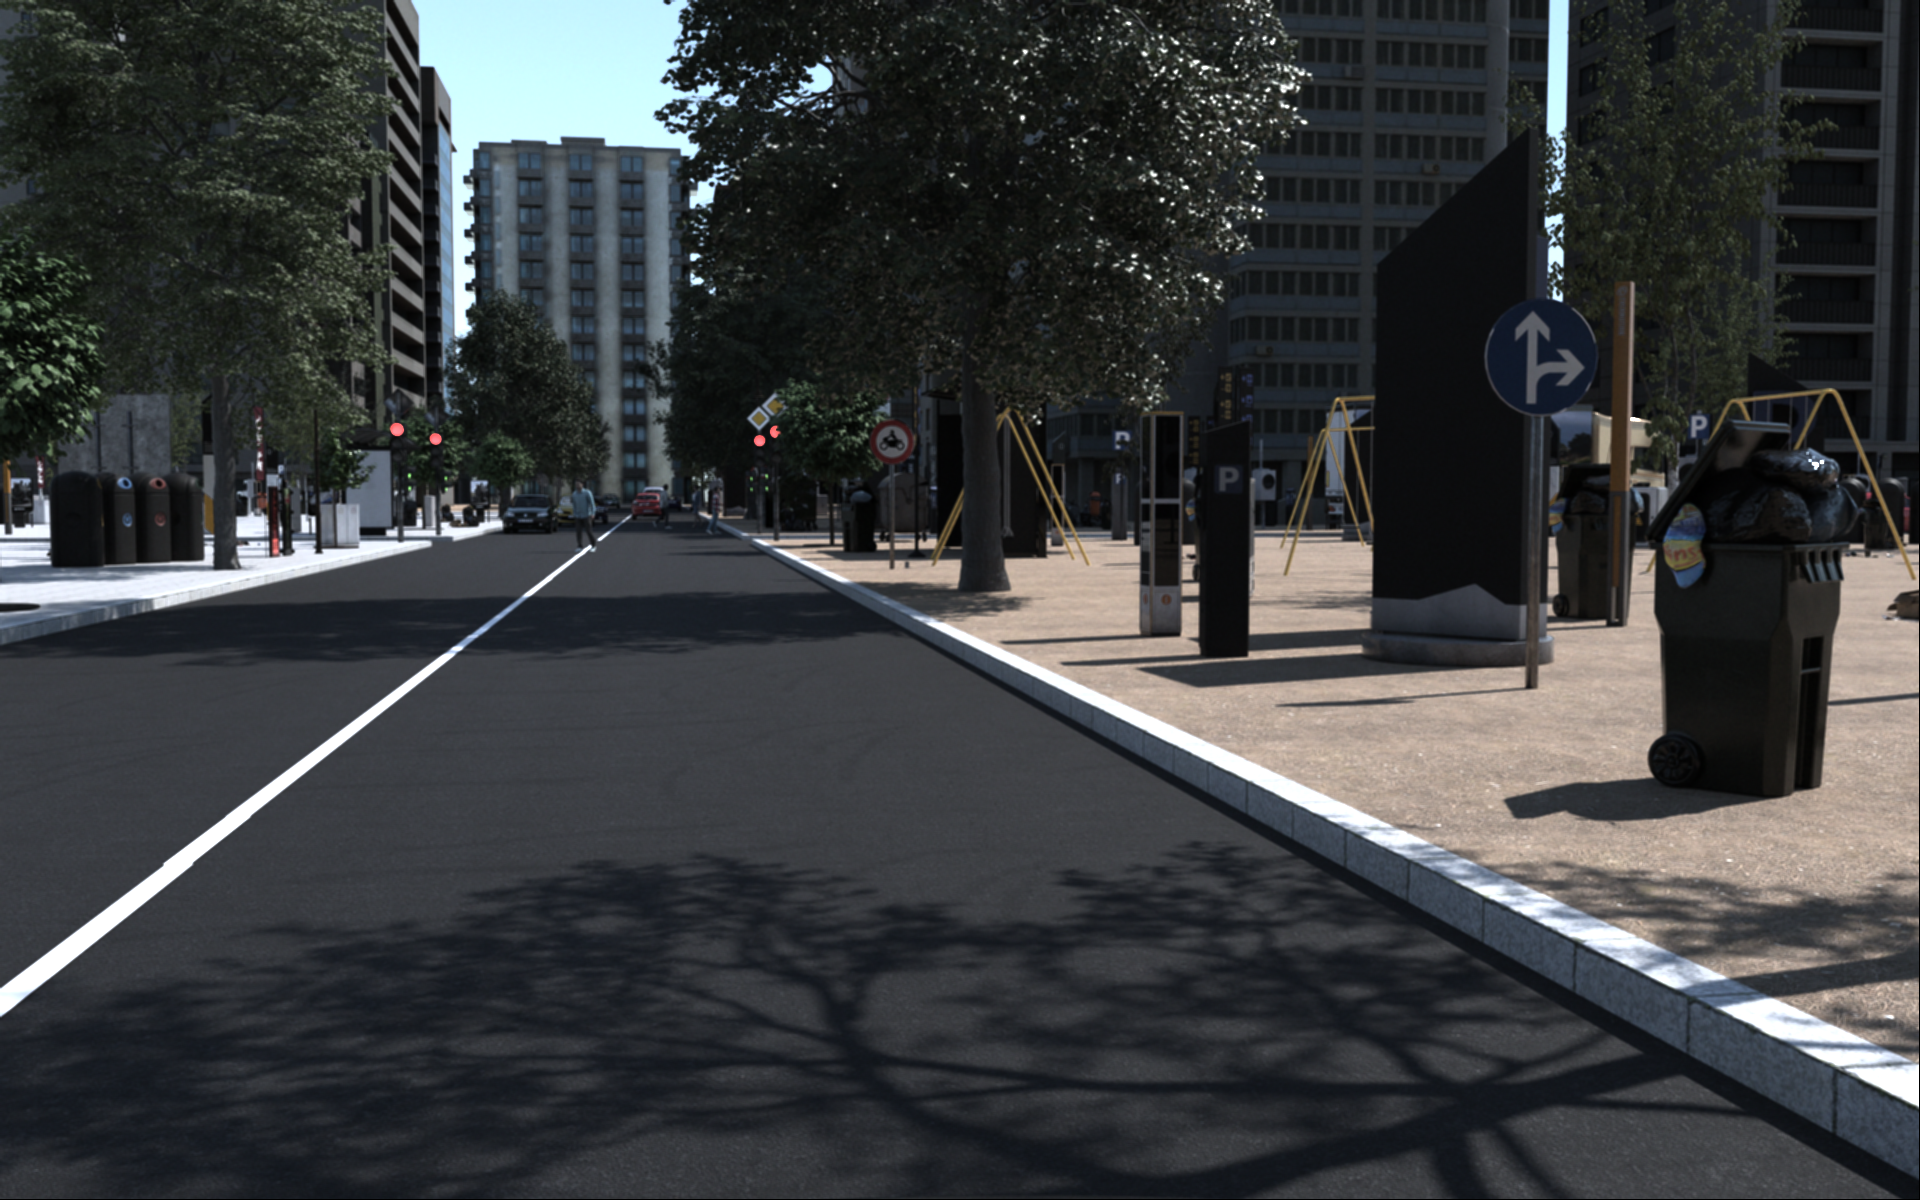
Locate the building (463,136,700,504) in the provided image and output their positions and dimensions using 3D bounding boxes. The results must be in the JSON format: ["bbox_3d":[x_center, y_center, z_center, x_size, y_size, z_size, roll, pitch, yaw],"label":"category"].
[{"bbox_3d":[-50.827,-37.635,234.942,30.456,49.044,23.786,-1,4,-10],"label":"building"}]

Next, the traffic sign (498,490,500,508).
[{"bbox_3d":[-28.253,-6.484,106.125,0.768,2.556,0.104,0,4,-5],"label":"traffic sign"}]

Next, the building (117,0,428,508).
[{"bbox_3d":[-58.227,-32.049,147.703,21.300,48.544,21.600,-1,4,-10],"label":"building"}]

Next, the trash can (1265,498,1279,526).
[{"bbox_3d":[12.334,-3.503,68.934,0.748,1.137,0.748,0,3,0],"label":"trash can"}]

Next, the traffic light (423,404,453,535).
[{"bbox_3d":[-16.209,-3.967,53.780,0.839,4.253,0.868,-1,4,-10],"label":"traffic light"}]

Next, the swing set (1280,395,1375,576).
[{"bbox_3d":[7.191,-1.799,27.037,2.862,2.851,3.119,-3,5,-44],"label":"swing set"}]

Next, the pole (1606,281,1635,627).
[{"bbox_3d":[6.386,-1.400,16.740,0.158,3.312,0.155,0,3,0],"label":"pole"}]

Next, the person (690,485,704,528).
[{"bbox_3d":[-11.110,-3.960,73.273,0.654,1.822,0.581,-2,4,-26],"label":"person"}]

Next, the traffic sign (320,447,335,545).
[{"bbox_3d":[-15.191,-2.563,42.016,0.768,2.556,0.104,0,4,-5],"label":"traffic sign"}]

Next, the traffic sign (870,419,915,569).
[{"bbox_3d":[-1.161,-1.801,29.560,0.768,2.556,0.104,0,4,-6],"label":"traffic sign"}]

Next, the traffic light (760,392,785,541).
[{"bbox_3d":[-5.078,-3.590,47.619,0.839,4.253,0.868,-1,4,-10],"label":"traffic light"}]

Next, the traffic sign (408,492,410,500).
[{"bbox_3d":[-24.551,-4.711,77.125,0.768,2.556,0.104,0,4,-2],"label":"traffic sign"}]

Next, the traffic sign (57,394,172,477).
[{"bbox_3d":[-17.259,-2.537,35.347,2.265,3.308,0.079,0,4,-2],"label":"traffic sign"}]

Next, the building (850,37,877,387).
[{"bbox_3d":[-2.422,-31.184,159.971,14.600,45.320,14.200,-1,4,-10],"label":"building"}]

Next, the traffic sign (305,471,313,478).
[{"bbox_3d":[-21.753,-3.596,58.796,0.884,2.594,0.081,-1,4,-10],"label":"traffic sign"}]

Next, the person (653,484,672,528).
[{"bbox_3d":[-12.382,-3.900,72.116,0.795,1.843,0.661,-2,4,-29],"label":"person"}]

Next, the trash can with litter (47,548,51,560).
[{"bbox_3d":[-17.454,-1.368,33.754,1.055,1.170,0.624,2,4,33],"label":"trash can with litter"}]

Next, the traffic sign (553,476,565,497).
[{"bbox_3d":[-28.635,-7.562,123.649,0.884,2.594,0.081,0,4,-4],"label":"traffic sign"}]

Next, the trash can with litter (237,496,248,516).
[{"bbox_3d":[-42.026,-5.509,101.463,0.624,1.170,1.055,-1,4,-21],"label":"trash can with litter"}]

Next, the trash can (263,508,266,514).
[{"bbox_3d":[-43.053,-5.882,107.823,0.748,1.137,0.748,0,3,0],"label":"trash can"}]

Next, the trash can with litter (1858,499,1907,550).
[{"bbox_3d":[21.419,-1.765,40.240,1.055,1.170,0.624,-1,4,-20],"label":"trash can with litter"}]

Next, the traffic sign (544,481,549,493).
[{"bbox_3d":[-30.282,-7.703,126.057,0.768,2.556,0.104,0,4,-1],"label":"traffic sign"}]

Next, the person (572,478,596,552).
[{"bbox_3d":[-9.296,-2.104,42.913,0.660,1.820,0.620,1,4,16],"label":"person"}]

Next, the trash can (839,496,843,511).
[{"bbox_3d":[-8.433,-6.990,125.933,0.748,1.137,0.748,0,3,0],"label":"trash can"}]

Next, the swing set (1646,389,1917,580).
[{"bbox_3d":[12.834,-1.817,27.327,2.862,2.851,3.119,0,4,-3],"label":"swing set"}]

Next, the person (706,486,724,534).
[{"bbox_3d":[-8.837,-3.245,62.399,0.643,1.720,0.563,-1,4,-10],"label":"person"}]

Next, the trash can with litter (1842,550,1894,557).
[{"bbox_3d":[17.928,-1.500,35.582,2.233,1.210,1.678,2,4,34],"label":"trash can with litter"}]

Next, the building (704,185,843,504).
[{"bbox_3d":[-20.977,-35.716,238.585,28.867,44.769,22.147,-1,4,-10],"label":"building"}]

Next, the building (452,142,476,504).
[{"bbox_3d":[-80.212,-39.260,231.137,27.495,52.752,28.713,-1,4,-10],"label":"building"}]

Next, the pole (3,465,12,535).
[{"bbox_3d":[-30.180,-3.731,54.845,0.158,3.312,0.155,0,3,0],"label":"pole"}]

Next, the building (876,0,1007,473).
[{"bbox_3d":[-0.205,-28.261,145.660,14.154,41.232,14.086,-1,4,-10],"label":"building"}]

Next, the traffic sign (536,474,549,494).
[{"bbox_3d":[-26.057,-6.605,108.104,0.768,2.556,0.104,0,4,-4],"label":"traffic sign"}]

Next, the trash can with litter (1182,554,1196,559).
[{"bbox_3d":[4.884,-1.432,34.467,2.233,1.210,1.678,-1,4,-12],"label":"trash can with litter"}]

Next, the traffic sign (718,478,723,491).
[{"bbox_3d":[-15.178,-6.639,110.684,0.606,2.300,0.079,0,4,-5],"label":"traffic sign"}]

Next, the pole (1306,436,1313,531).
[{"bbox_3d":[12.304,-4.101,60.889,0.158,3.312,0.155,0,3,0],"label":"pole"}]

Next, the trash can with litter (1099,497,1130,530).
[{"bbox_3d":[5.569,-3.108,62.204,1.055,1.170,0.624,0,4,-6],"label":"trash can with litter"}]

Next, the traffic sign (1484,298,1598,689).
[{"bbox_3d":[3.775,-0.688,11.361,0.768,2.556,0.104,0,4,-7],"label":"traffic sign"}]

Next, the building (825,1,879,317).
[{"bbox_3d":[1.319,-36.225,181.512,28.713,52.752,27.495,-1,4,-10],"label":"building"}]

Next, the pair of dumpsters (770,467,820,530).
[{"bbox_3d":[-6.040,-3.731,63.491,1.574,2.255,4.437,-1,4,-10],"label":"pair of dumpsters"}]

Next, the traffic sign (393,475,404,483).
[{"bbox_3d":[-23.065,-4.294,71.393,0.795,2.450,0.064,0,4,-1],"label":"traffic sign"}]

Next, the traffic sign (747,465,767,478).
[{"bbox_3d":[-6.721,-3.558,58.185,0.884,2.594,0.081,0,4,-3],"label":"traffic sign"}]

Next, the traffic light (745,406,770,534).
[{"bbox_3d":[-6.446,-4.071,55.487,0.839,4.253,0.868,-1,4,-10],"label":"traffic light"}]

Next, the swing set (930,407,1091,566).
[{"bbox_3d":[0.873,-2.133,32.502,2.862,2.851,3.119,0,4,-2],"label":"swing set"}]

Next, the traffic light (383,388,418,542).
[{"bbox_3d":[-14.841,-3.486,45.912,0.839,4.253,0.868,-1,4,-10],"label":"traffic light"}]

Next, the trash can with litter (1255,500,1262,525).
[{"bbox_3d":[11.960,-3.631,70.749,0.624,1.170,1.055,3,4,38],"label":"trash can with litter"}]

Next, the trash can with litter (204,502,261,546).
[{"bbox_3d":[-18.289,-1.954,43.013,1.678,1.210,2.233,-1,4,-13],"label":"trash can with litter"}]
